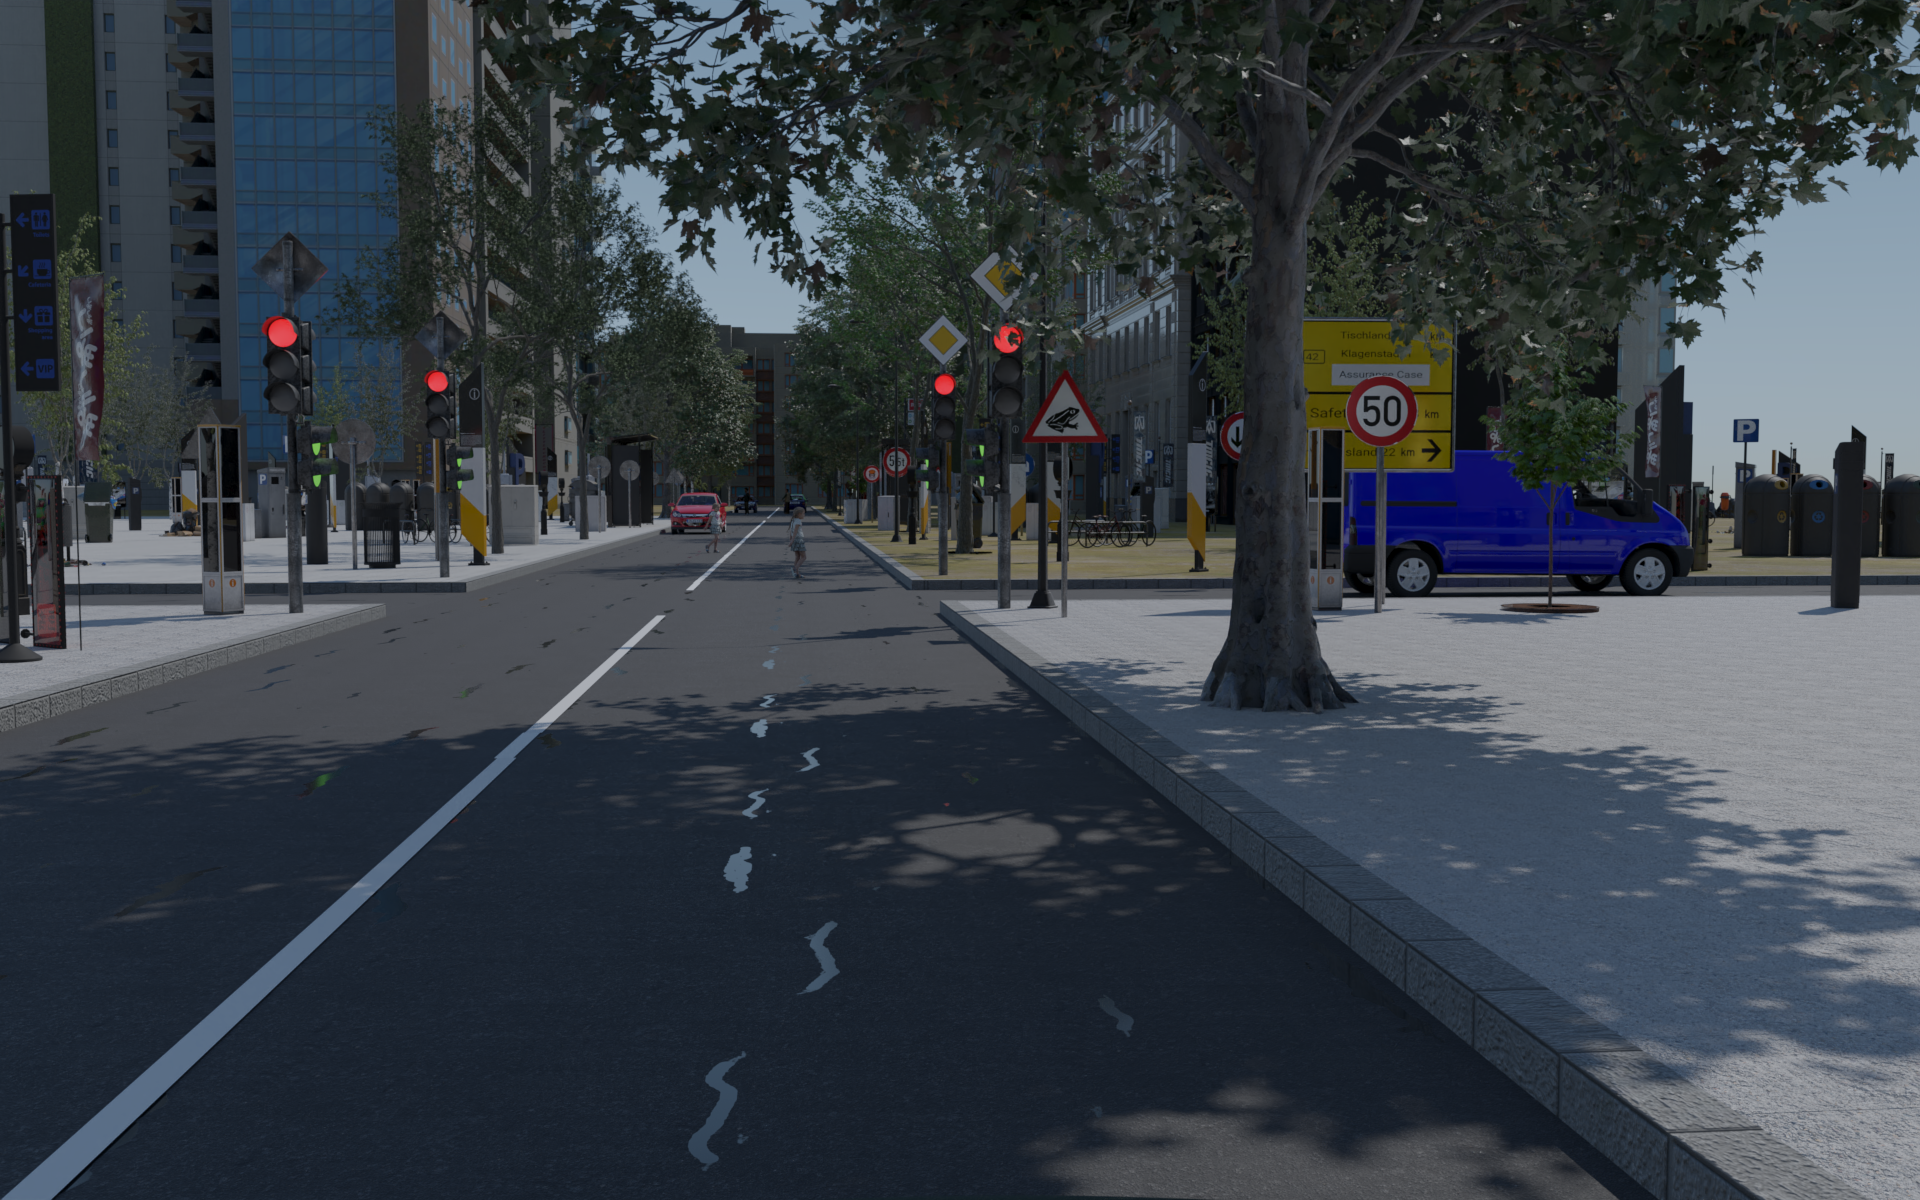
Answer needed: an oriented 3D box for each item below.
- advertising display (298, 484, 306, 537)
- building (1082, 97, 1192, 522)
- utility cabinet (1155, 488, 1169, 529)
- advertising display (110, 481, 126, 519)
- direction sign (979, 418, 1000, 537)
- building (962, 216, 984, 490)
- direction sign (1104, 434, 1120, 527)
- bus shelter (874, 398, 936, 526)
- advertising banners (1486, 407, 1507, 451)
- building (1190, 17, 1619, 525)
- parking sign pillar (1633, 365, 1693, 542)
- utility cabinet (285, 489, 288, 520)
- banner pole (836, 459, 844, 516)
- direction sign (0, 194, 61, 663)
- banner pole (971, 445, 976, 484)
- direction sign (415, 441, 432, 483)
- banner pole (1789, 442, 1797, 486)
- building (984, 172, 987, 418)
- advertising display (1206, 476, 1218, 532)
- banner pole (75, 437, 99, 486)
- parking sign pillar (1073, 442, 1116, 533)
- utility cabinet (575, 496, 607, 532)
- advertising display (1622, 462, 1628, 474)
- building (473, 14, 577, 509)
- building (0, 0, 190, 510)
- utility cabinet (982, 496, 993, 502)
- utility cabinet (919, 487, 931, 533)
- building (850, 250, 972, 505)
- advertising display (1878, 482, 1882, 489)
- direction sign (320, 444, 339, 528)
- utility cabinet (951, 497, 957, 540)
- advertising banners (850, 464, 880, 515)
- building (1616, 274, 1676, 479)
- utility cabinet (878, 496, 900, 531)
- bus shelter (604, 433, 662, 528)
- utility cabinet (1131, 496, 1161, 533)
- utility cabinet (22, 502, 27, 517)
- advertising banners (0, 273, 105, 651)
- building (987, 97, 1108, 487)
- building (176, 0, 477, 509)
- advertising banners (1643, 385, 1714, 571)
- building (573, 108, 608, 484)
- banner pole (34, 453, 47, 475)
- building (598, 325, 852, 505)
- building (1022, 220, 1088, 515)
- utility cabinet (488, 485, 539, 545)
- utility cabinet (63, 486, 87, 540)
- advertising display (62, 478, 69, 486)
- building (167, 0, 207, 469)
[{"bbox_3d":[-19.778,-2.879,52.293,0.123,1.923,0.974,0,4,-1],"label":"advertising display"},{"bbox_3d":[14.250,-17.936,90.520,12.463,27.353,25.104,0,4,-5],"label":"building"},{"bbox_3d":[7.207,-3.357,63.571,0.318,1.500,1.173,-2,4,-27],"label":"utility cabinet"},{"bbox_3d":[-43.128,-5.099,88.576,0.123,1.923,0.974,2,4,31],"label":"advertising display"},{"bbox_3d":[1.015,-3.656,51.766,0.876,3.537,0.379,0,4,0],"label":"direction sign"},{"bbox_3d":[12.021,-32.171,217.872,23.993,40.220,32.217,0,4,-5],"label":"building"},{"bbox_3d":[5.628,-4.492,65.444,0.876,3.537,0.379,-1,4,-16],"label":"direction sign"},{"bbox_3d":[-2.317,-5.648,69.984,2.179,5.291,8.768,0,4,-5],"label":"bus shelter"},{"bbox_3d":[10.071,-2.351,34.634,2.074,3.025,0.090,-1,4,-17],"label":"advertising banners"},{"bbox_3d":[17.242,-14.723,70.403,12.332,23.373,15.834,0,4,-5],"label":"building"},{"bbox_3d":[14.964,-2.961,36.879,1.447,3.967,1.447,-1,4,-19],"label":"parking sign pillar"},{"bbox_3d":[-32.398,-4.570,83.398,1.173,1.500,0.318,1,4,9],"label":"utility cabinet"},{"bbox_3d":[-6.862,-6.718,99.862,0.401,3.779,0.863,3,4,38],"label":"banner pole"},{"bbox_3d":[-7.262,-1.297,13.200,0.876,3.537,0.379,0,4,6],"label":"direction sign"},{"bbox_3d":[0.516,-4.892,70.000,0.401,3.779,0.863,-1,4,-19],"label":"banner pole"},{"bbox_3d":[-23.144,-5.063,74.780,0.379,3.537,0.876,2,4,30],"label":"direction sign"},{"bbox_3d":[40.053,-5.708,83.344,0.401,3.779,0.863,0,4,3],"label":"banner pole"},{"bbox_3d":[8.964,-29.042,158.424,14.154,41.232,14.086,0,4,-5],"label":"building"},{"bbox_3d":[8.329,-3.280,58.847,0.974,1.923,0.123,3,5,44],"label":"advertising display"},{"bbox_3d":[-28.390,-4.069,56.538,0.863,3.779,0.401,0,4,3],"label":"banner pole"},{"bbox_3d":[4.433,-4.183,56.870,1.447,3.967,1.447,1,4,13],"label":"parking sign pillar"},{"bbox_3d":[-13.325,-3.145,62.575,1.020,1.237,0.306,1,4,11],"label":"utility cabinet"},{"bbox_3d":[13.090,-1.839,35.284,0.974,1.923,0.123,3,5,44],"label":"advertising display"},{"bbox_3d":[-45.383,-32.179,149.825,21.600,48.544,21.300,0,4,-5],"label":"building"},{"bbox_3d":[-70.932,-37.019,147.256,28.212,58.520,21.231,0,4,-5],"label":"building"},{"bbox_3d":[0.568,-2.837,57.540,1.020,1.237,0.306,1,4,16],"label":"utility cabinet"},{"bbox_3d":[-1.137,-2.949,56.894,0.318,1.500,1.173,0,4,3],"label":"utility cabinet"},{"bbox_3d":[-6.057,-26.631,207.118,14.107,30.474,14.160,0,4,-5],"label":"building"},{"bbox_3d":[46.762,-5.122,88.953,0.974,1.923,0.123,2,4,29],"label":"advertising display"},{"bbox_3d":[-24.118,-4.538,66.188,0.379,3.537,0.876,2,4,32],"label":"direction sign"},{"bbox_3d":[-0.042,-2.273,48.317,0.306,1.237,1.020,1,4,9],"label":"utility cabinet"},{"bbox_3d":[-5.311,-6.182,97.265,2.074,3.025,0.090,-2,4,-25],"label":"advertising banners"},{"bbox_3d":[48.018,-32.881,157.218,30.456,49.044,23.786,0,4,-5],"label":"building"},{"bbox_3d":[-2.518,-3.054,61.087,0.306,1.237,1.020,-3,4,-36],"label":"utility cabinet"},{"bbox_3d":[-13.040,-4.777,69.393,1.731,3.624,6.357,0,4,-6],"label":"bus shelter"},{"bbox_3d":[6.112,-2.801,56.959,1.020,1.237,0.306,-2,4,-31],"label":"utility cabinet"},{"bbox_3d":[-50.933,-5.233,94.233,0.318,1.500,1.173,1,4,16],"label":"utility cabinet"},{"bbox_3d":[-7.620,-1.113,14.383,2.074,3.025,0.090,2,4,35],"label":"advertising banners"},{"bbox_3d":[9.913,-30.215,144.124,14.600,45.320,14.200,0,4,-5],"label":"building"},{"bbox_3d":[-38.145,-27.908,106.411,14.600,45.320,14.200,0,4,-5],"label":"building"},{"bbox_3d":[11.770,-1.972,28.422,2.074,3.025,0.090,-3,4,-36],"label":"advertising banners"},{"bbox_3d":[-57.448,-35.884,206.309,30.456,49.044,23.786,0,4,-5],"label":"building"},{"bbox_3d":[-52.200,-6.618,98.225,0.863,3.779,0.401,-1,4,-17],"label":"banner pole"},{"bbox_3d":[-28.139,-22.469,212.411,28.899,21.520,27.650,0,4,-5],"label":"building"},{"bbox_3d":[19.291,-17.029,123.456,27.650,21.520,28.899,0,4,-5],"label":"building"},{"bbox_3d":[-11.139,-2.112,43.213,1.173,1.500,0.318,0,4,6],"label":"utility cabinet"},{"bbox_3d":[-24.580,-2.388,47.720,1.173,1.500,0.318,-2,4,-34],"label":"utility cabinet"},{"bbox_3d":[-35.311,-3.860,68.328,0.123,1.923,0.974,-1,4,-15],"label":"advertising display"},{"bbox_3d":[-43.200,-30.612,124.200,21.300,48.544,21.600,0,4,-5],"label":"building"}]
